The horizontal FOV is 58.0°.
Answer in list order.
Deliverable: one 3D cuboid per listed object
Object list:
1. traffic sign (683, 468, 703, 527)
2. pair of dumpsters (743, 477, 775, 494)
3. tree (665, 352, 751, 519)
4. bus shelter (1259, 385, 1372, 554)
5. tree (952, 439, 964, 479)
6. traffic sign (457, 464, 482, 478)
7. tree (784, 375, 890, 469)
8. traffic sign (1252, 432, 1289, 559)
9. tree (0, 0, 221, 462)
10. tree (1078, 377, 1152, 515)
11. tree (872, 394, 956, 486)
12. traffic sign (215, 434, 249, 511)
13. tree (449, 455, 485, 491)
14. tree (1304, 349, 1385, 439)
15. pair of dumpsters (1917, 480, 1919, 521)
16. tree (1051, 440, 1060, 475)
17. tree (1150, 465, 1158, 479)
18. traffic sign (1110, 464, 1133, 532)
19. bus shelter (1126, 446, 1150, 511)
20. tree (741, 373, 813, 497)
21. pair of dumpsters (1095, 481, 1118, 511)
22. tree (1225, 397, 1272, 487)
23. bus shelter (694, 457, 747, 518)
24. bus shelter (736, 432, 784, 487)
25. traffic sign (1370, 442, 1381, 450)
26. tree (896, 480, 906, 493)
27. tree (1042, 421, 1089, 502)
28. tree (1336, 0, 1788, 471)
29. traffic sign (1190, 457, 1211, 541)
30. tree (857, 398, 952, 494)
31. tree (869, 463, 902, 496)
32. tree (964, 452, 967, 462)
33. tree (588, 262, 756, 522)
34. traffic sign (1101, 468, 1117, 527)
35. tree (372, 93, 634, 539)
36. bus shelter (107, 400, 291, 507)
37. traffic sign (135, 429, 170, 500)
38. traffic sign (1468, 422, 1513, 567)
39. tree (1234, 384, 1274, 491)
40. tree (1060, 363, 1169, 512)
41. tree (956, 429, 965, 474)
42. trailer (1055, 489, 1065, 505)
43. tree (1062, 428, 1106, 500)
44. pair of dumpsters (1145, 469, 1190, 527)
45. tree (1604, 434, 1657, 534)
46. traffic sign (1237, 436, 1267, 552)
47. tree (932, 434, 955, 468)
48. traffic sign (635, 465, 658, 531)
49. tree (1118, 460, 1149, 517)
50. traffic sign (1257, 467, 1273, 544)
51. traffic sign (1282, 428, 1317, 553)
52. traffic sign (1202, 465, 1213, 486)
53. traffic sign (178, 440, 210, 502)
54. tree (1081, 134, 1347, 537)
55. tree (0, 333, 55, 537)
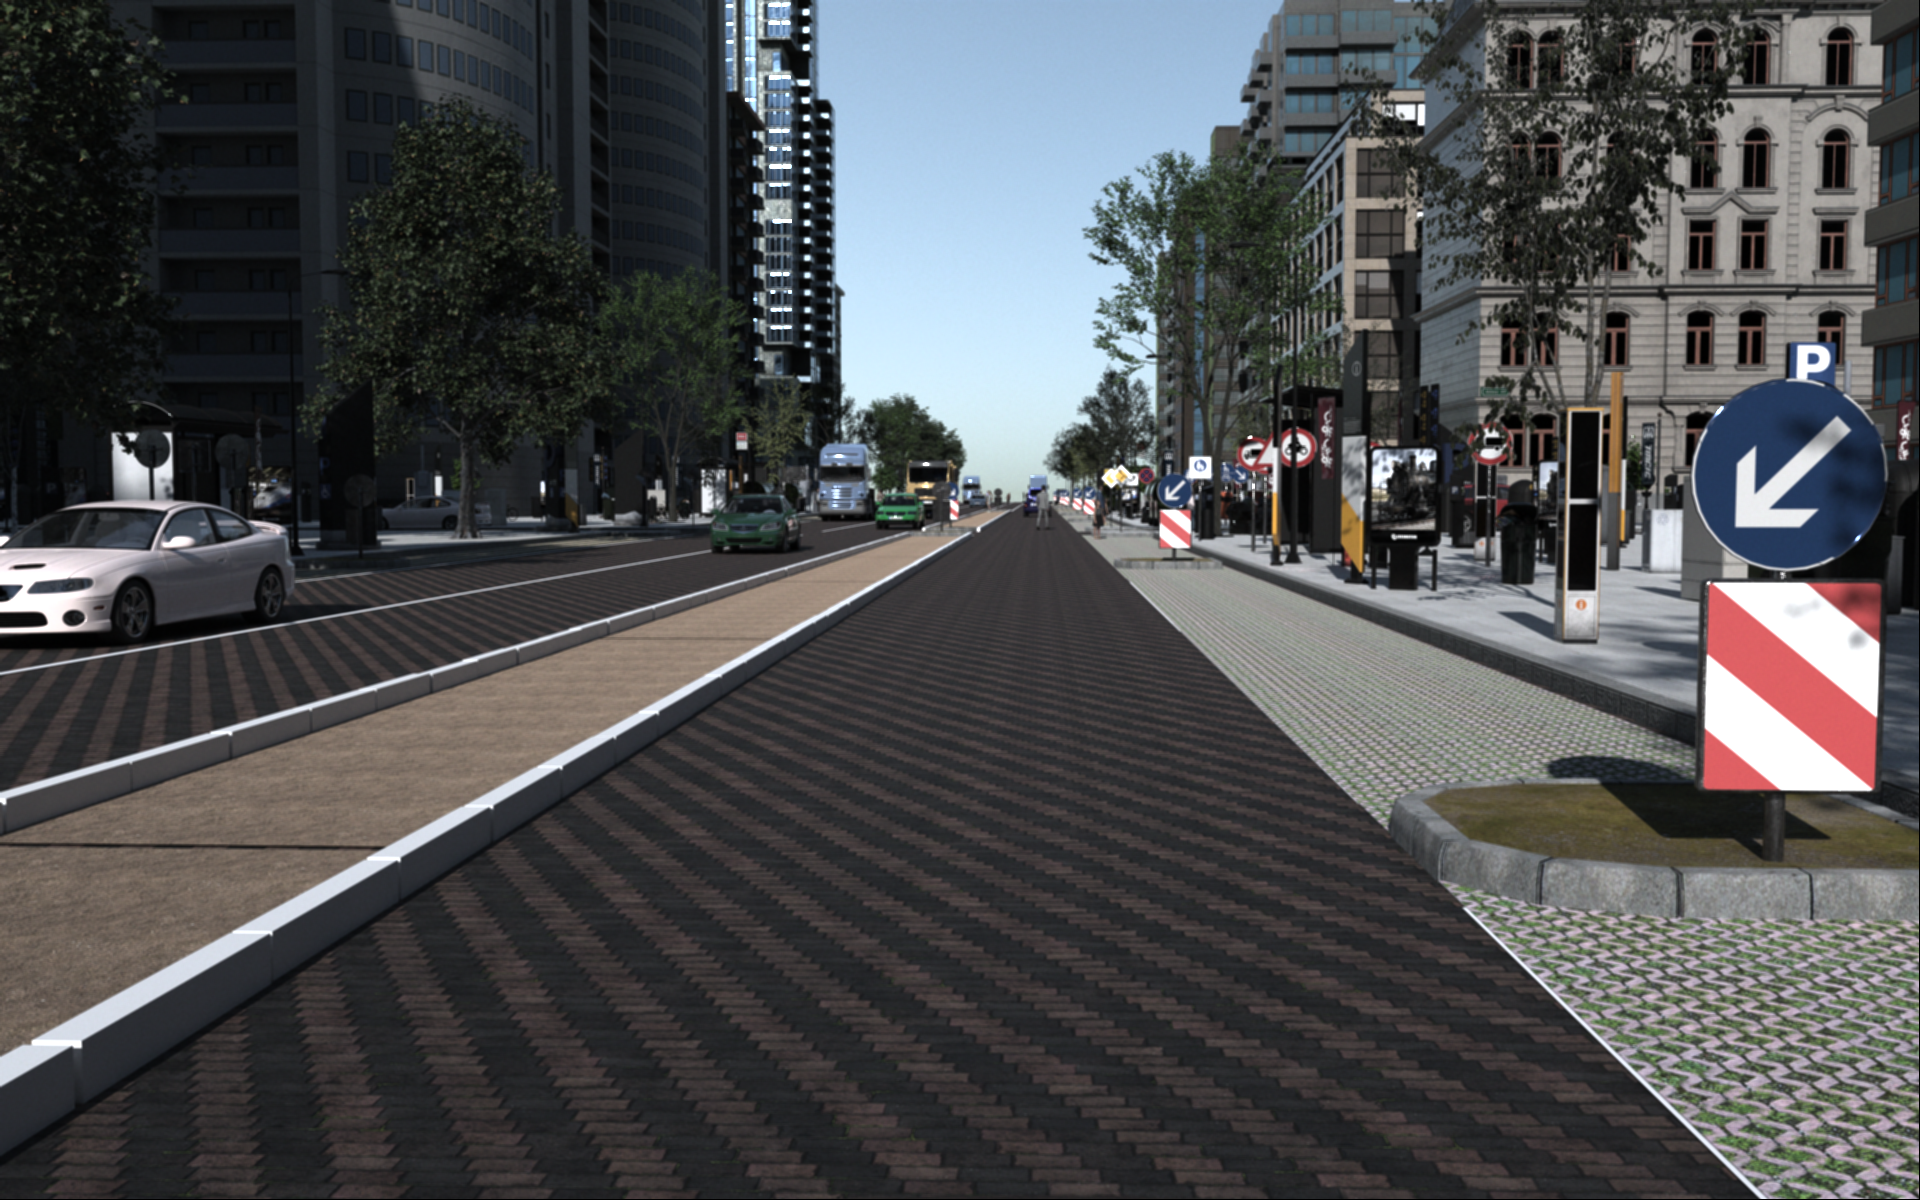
[{"bbox_3d":[-10.367,-3.893,67.296,0.795,2.450,0.064,0,4,3],"label":"traffic sign"},{"bbox_3d":[-11.363,-5.809,97.468,1.574,2.255,4.437,0,4,3],"label":"pair of dumpsters"},{"bbox_3d":[-12.887,-8.481,89.019,4.360,8.622,3.978,0,3,0],"label":"tree"},{"bbox_3d":[8.183,-2.994,40.242,1.731,3.624,6.357,0,4,3],"label":"bus shelter"},{"bbox_3d":[-5.678,-19.119,238.352,9.928,11.665,9.643,0,3,0],"label":"tree"},{"bbox_3d":[-16.475,-3.557,58.162,0.884,2.594,0.081,0,4,5],"label":"traffic sign"},{"bbox_3d":[-9.616,-12.259,134.852,8.767,10.594,7.601,0,4,-6],"label":"tree"},{"bbox_3d":[6.197,-2.087,34.119,0.884,2.594,0.081,1,4,10],"label":"traffic sign"},{"bbox_3d":[-15.112,-6.559,24.250,9.611,12.733,9.660,0,3,0],"label":"tree"},{"bbox_3d":[9.940,-9.562,106.694,4.360,8.622,3.978,0,3,0],"label":"tree"},{"bbox_3d":[-6.412,-18.974,216.872,9.857,13.997,8.962,0,3,0],"label":"tree"},{"bbox_3d":[-15.415,-2.237,36.677,0.768,2.556,0.104,0,4,6],"label":"traffic sign"},{"bbox_3d":[-22.606,-5.126,78.416,1.663,3.219,1.824,0,3,0],"label":"tree"},{"bbox_3d":[19.099,-8.365,87.128,4.737,8.622,4.395,0,3,0],"label":"tree"},{"bbox_3d":[7.852,-0.506,10.770,1.574,2.255,4.437,0,4,3],"label":"pair of dumpsters"},{"bbox_3d":[16.700,-18.108,230.470,7.601,10.594,8.767,1,4,20],"label":"tree"},{"bbox_3d":[10.541,-6.414,99.471,1.663,3.219,1.824,0,3,0],"label":"tree"},{"bbox_3d":[5.446,-3.359,58.563,0.795,2.450,0.064,0,4,3],"label":"traffic sign"},{"bbox_3d":[13.243,-9.475,132.556,2.179,5.291,8.768,0,4,3],"label":"bus shelter"},{"bbox_3d":[-10.909,-9.446,104.798,4.737,8.622,4.395,0,3,0],"label":"tree"},{"bbox_3d":[11.066,-7.842,130.706,1.574,2.255,4.437,0,4,3],"label":"pair of dumpsters"},{"bbox_3d":[21.887,-11.043,130.919,4.737,8.622,4.395,0,3,0],"label":"tree"},{"bbox_3d":[-13.307,-6.279,96.592,2.014,3.302,5.546,0,4,3],"label":"bus shelter"},{"bbox_3d":[-13.299,-8.393,114.851,2.179,5.291,8.768,0,4,3],"label":"bus shelter"},{"bbox_3d":[9.949,-2.568,42.096,0.768,2.556,0.104,0,4,7],"label":"traffic sign"},{"bbox_3d":[-6.881,-12.901,205.530,1.663,3.219,1.824,0,3,0],"label":"tree"},{"bbox_3d":[18.854,-23.223,290.072,12.009,13.543,11.850,0,3,0],"label":"tree"},{"bbox_3d":[6.412,-4.149,18.201,4.360,8.622,3.978,0,3,0],"label":"tree"},{"bbox_3d":[6.569,-2.770,47.416,0.606,2.300,0.079,0,4,4],"label":"traffic sign"},{"bbox_3d":[-7.739,-16.031,187.867,9.928,11.665,9.643,0,3,0],"label":"tree"},{"bbox_3d":[-7.765,-11.981,179.606,4.285,4.588,4.351,0,3,0],"label":"tree"},{"bbox_3d":[-2.345,-23.036,302.397,9.928,11.665,9.643,0,3,0],"label":"tree"},{"bbox_3d":[-13.125,-9.348,78.596,9.928,11.665,9.643,0,3,0],"label":"tree"},{"bbox_3d":[5.810,-3.847,66.540,0.795,2.450,0.064,0,4,3],"label":"traffic sign"},{"bbox_3d":[-14.177,-8.128,49.896,9.611,12.733,9.660,0,3,0],"label":"tree"},{"bbox_3d":[-17.683,-2.829,40.185,2.014,3.302,5.546,0,4,3],"label":"bus shelter"},{"bbox_3d":[-15.805,-2.065,33.876,0.768,2.556,0.104,0,4,8],"label":"traffic sign"},{"bbox_3d":[9.308,-1.857,30.468,0.768,2.556,0.104,1,4,12],"label":"traffic sign"},{"bbox_3d":[19.804,-9.860,111.577,4.360,8.622,3.978,0,3,0],"label":"tree"},{"bbox_3d":[11.397,-11.579,123.733,7.601,10.594,8.767,0,4,7],"label":"tree"},{"bbox_3d":[-3.419,-23.467,290.339,9.857,13.997,8.962,0,3,0],"label":"tree"},{"bbox_3d":[12.036,-12.232,207.043,1.471,1.999,3.904,0,4,1],"label":"trailer"},{"bbox_3d":[13.799,-14.476,187.037,4.737,8.622,4.395,0,3,0],"label":"tree"},{"bbox_3d":[8.202,-4.025,68.308,1.574,2.255,4.437,0,4,3],"label":"pair of dumpsters"},{"bbox_3d":[21.742,-3.748,55.887,1.663,3.219,1.824,0,3,0],"label":"tree"},{"bbox_3d":[6.521,-2.344,38.437,0.768,2.556,0.104,0,4,6],"label":"traffic sign"},{"bbox_3d":[-3.885,-20.485,269.346,7.601,10.594,8.767,-1,4,-11],"label":"tree"},{"bbox_3d":[-10.731,-3.405,59.319,0.795,2.450,0.064,0,4,3],"label":"traffic sign"},{"bbox_3d":[9.345,-6.165,95.404,1.663,3.219,1.824,0,3,0],"label":"tree"},{"bbox_3d":[7.880,-2.727,44.692,0.768,2.556,0.104,0,4,4],"label":"traffic sign"},{"bbox_3d":[6.442,-2.026,33.226,0.768,2.556,0.104,1,4,11],"label":"traffic sign"},{"bbox_3d":[8.273,-3.604,59.034,0.768,2.556,0.104,0,4,8],"label":"traffic sign"},{"bbox_3d":[-14.482,-1.874,32.774,0.606,2.300,0.079,0,4,4],"label":"traffic sign"},{"bbox_3d":[7.577,-7.697,51.598,9.928,11.665,9.643,0,3,0],"label":"tree"},{"bbox_3d":[-26.641,-5.991,48.323,4.360,8.622,3.978,0,3,0],"label":"tree"}]
